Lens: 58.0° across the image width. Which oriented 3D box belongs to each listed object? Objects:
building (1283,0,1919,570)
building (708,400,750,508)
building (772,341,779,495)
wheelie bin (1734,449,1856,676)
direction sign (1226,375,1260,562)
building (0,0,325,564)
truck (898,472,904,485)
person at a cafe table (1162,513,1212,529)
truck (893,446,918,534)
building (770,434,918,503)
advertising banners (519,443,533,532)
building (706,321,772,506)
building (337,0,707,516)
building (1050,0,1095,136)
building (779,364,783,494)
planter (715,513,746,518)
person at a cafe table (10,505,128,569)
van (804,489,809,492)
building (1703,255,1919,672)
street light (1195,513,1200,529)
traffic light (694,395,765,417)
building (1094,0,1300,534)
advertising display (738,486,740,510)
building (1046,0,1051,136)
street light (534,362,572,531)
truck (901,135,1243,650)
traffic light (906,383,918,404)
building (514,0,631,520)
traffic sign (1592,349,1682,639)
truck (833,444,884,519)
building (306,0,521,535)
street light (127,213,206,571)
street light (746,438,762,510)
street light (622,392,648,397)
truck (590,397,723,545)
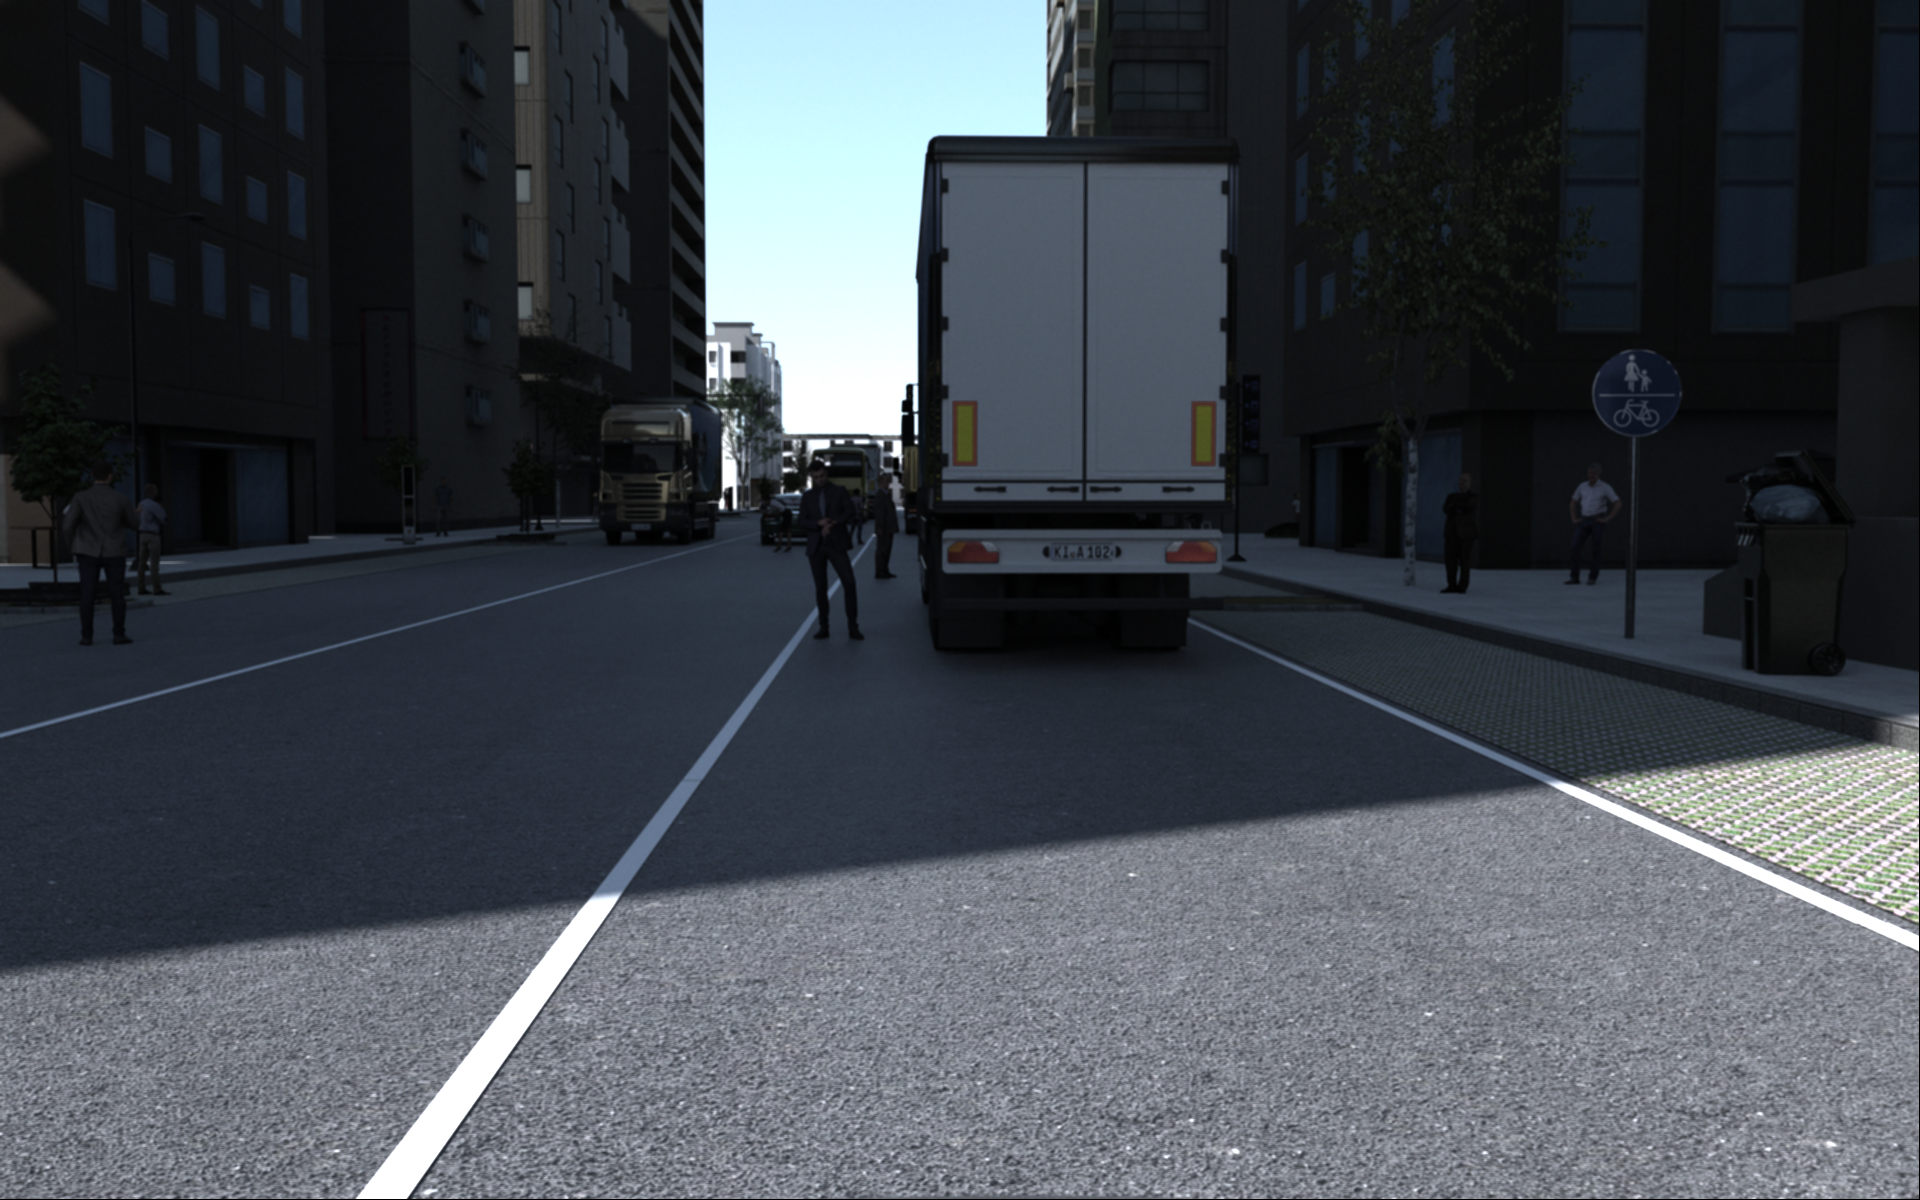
[{"bbox_3d":[15.129,-23.534,34.893,14.600,45.320,14.200,0,4,-2],"label":"building"},{"bbox_3d":[-24.848,-13.834,168.340,9.099,9.664,28.070,0,4,-2],"label":"building"},{"bbox_3d":[-29.717,-21.037,200.369,16.016,20.091,11.380,0,4,-2],"label":"building"},{"bbox_3d":[5.961,-0.277,12.431,0.693,1.594,0.980,1,4,9],"label":"wheelie bin"},{"bbox_3d":[5.280,-2.506,32.975,0.876,3.537,0.379,-1,4,-12],"label":"direction sign"},{"bbox_3d":[-23.263,-23.648,36.756,14.600,45.320,14.200,0,4,-2],"label":"building"},{"bbox_3d":[-2.306,-7.169,113.142,3.469,3.379,9.791,0,4,-2],"label":"truck"},{"bbox_3d":[6.864,-2.544,52.454,1.698,1.238,1.726,-3,5,-44],"label":"person at a cafe table"},{"bbox_3d":[-0.824,-4.254,65.475,3.469,3.379,9.791,0,4,-2],"label":"truck"},{"bbox_3d":[-12.888,-18.538,245.236,28.070,9.664,9.099,0,4,-2],"label":"building"},{"bbox_3d":[-14.776,-3.848,59.105,0.090,3.025,2.074,0,4,-1],"label":"advertising banners"},{"bbox_3d":[-29.222,-20.254,187.578,16.016,20.091,11.380,0,4,-2],"label":"building"},{"bbox_3d":[-30.282,-30.660,124.995,21.300,48.544,21.600,0,4,-2],"label":"building"},{"bbox_3d":[17.532,-24.919,99.309,23.993,40.220,32.217,0,4,-2],"label":"building"},{"bbox_3d":[-28.512,-22.227,219.833,11.380,20.091,16.016,0,4,-2],"label":"building"},{"bbox_3d":[-13.919,-5.083,104.250,1.991,0.319,1.994,0,4,-2],"label":"planter"},{"bbox_3d":[-15.205,-1.312,29.971,1.622,1.524,1.698,3,5,40],"label":"person at a cafe table"},{"bbox_3d":[-10.954,-7.435,128.566,2.013,2.044,4.112,0,4,0],"label":"van"},{"bbox_3d":[23.133,-19.349,8.246,32.217,40.220,23.993,0,4,-2],"label":"building"},{"bbox_3d":[4.820,-4.061,38.939,1.470,5.913,1.316,0,4,-2],"label":"street light"},{"bbox_3d":[-11.302,-6.385,79.062,4.771,5.953,1.251,0,4,-2],"label":"traffic light"},{"bbox_3d":[11.646,-23.139,61.914,14.154,41.232,14.086,0,4,-2],"label":"building"},{"bbox_3d":[-17.350,-7.992,135.887,0.123,1.923,0.974,0,4,-3],"label":"advertising display"},{"bbox_3d":[15.354,-42.389,131.306,20.563,71.187,20.611,0,4,-2],"label":"building"},{"bbox_3d":[-14.283,-5.399,60.819,1.470,5.913,1.316,0,4,-2],"label":"street light"},{"bbox_3d":[0.776,-1.853,19.207,2.839,4.237,11.283,0,4,-2],"label":"truck"},{"bbox_3d":[0.152,-5.909,71.280,4.771,5.953,1.251,0,4,-2],"label":"traffic light"},{"bbox_3d":[-32.877,-30.767,92.279,28.713,52.752,27.495,0,4,-2],"label":"building"},{"bbox_3d":[5.956,-0.931,15.332,0.768,2.556,0.104,0,4,4],"label":"traffic sign"},{"bbox_3d":[-5.963,-6.927,102.170,2.839,4.237,11.283,0,4,-1],"label":"truck"},{"bbox_3d":[-28.076,-26.586,58.377,21.600,48.544,21.300,0,4,-2],"label":"building"},{"bbox_3d":[-13.174,-3.440,28.785,1.470,5.913,1.316,0,4,-2],"label":"street light"},{"bbox_3d":[-17.029,-10.444,143.300,1.470,5.913,1.316,0,4,-2],"label":"street light"},{"bbox_3d":[-14.869,-6.499,78.804,1.470,5.913,1.316,0,4,-2],"label":"street light"},{"bbox_3d":[-8.956,-3.883,52.406,2.839,4.237,11.283,0,4,-2],"label":"truck"}]
